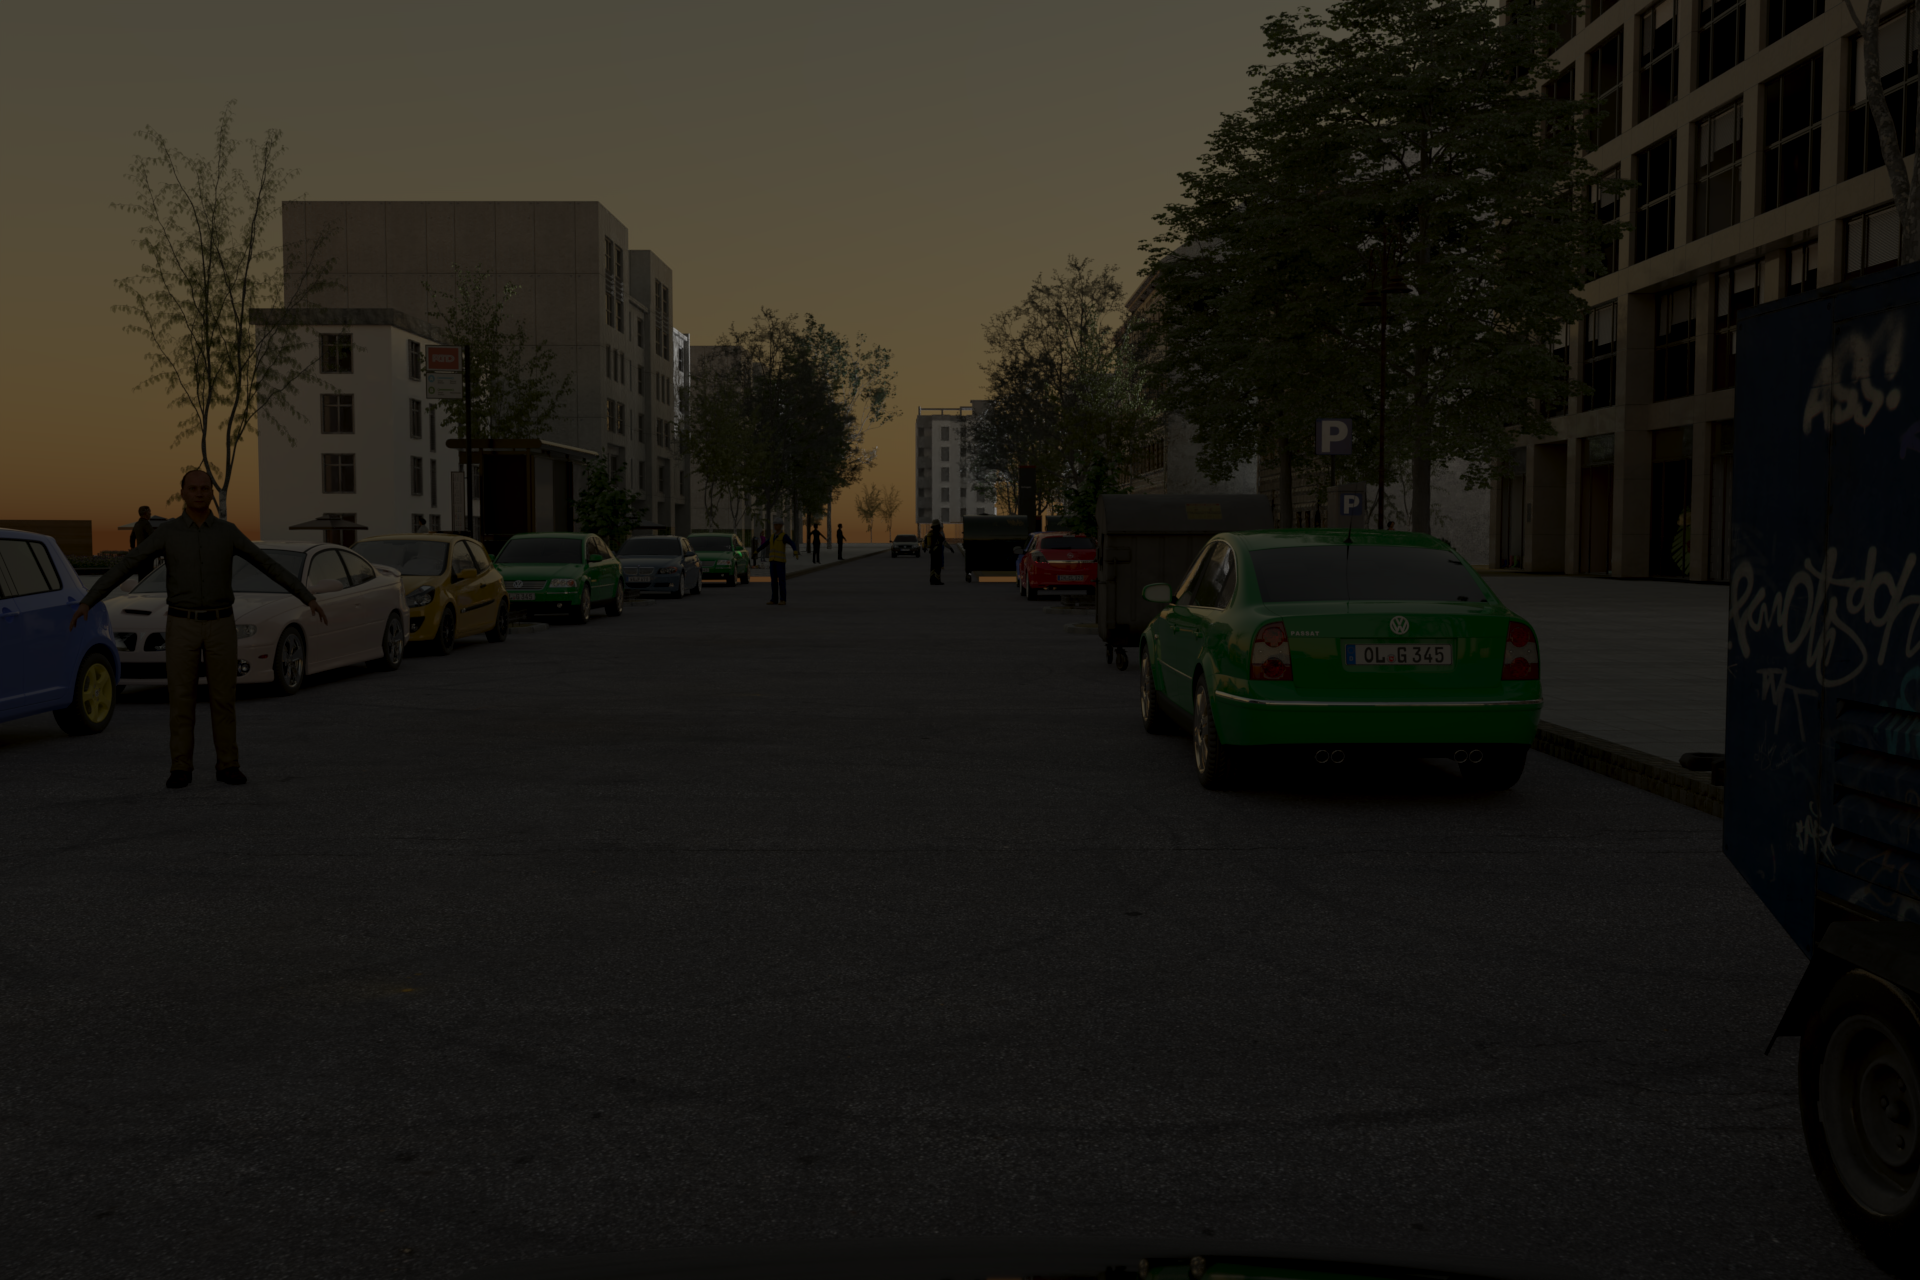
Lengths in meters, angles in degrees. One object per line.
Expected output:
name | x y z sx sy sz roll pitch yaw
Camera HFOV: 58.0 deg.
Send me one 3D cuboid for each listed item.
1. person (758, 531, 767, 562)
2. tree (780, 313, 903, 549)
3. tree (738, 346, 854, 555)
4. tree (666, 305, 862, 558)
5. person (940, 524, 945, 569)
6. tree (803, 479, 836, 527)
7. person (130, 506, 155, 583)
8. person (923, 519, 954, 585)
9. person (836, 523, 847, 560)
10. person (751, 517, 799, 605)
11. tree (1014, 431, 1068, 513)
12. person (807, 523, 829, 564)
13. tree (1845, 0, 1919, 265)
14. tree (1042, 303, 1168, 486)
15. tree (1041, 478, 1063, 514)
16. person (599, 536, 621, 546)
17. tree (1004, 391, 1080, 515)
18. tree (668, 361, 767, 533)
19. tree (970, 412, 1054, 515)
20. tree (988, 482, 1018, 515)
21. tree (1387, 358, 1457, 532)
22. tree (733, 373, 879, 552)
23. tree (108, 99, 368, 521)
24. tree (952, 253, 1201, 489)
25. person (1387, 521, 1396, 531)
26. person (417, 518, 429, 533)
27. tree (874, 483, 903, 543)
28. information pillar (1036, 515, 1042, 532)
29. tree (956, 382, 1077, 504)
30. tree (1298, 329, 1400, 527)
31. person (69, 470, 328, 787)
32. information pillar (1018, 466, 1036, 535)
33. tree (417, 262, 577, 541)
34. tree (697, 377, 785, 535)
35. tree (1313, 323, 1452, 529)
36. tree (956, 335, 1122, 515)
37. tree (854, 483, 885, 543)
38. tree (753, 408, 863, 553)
person | -9.036 -4.322 79.926 0.599 1.433 0.991 2 4 31
tree | -10.948 -17.811 147.092 12.611 20.169 13.585 0 3 0
tree | -10.081 -11.415 104.760 7.486 12.596 7.792 0 3 0
tree | -10.153 -11.115 92.106 12.009 13.543 11.850 0 3 0
person | -0.806 -3.816 70.708 0.705 1.847 1.347 1 4 15
tree | -22.519 -20.598 243.434 9.857 13.997 8.962 0 3 0
person | -15.100 -1.590 32.172 1.348 1.807 0.705 3 4 37
person | -0.657 -2.483 48.841 0.705 1.856 1.354 -3 4 -38
person | -5.924 -4.883 86.021 0.705 1.806 1.347 -1 4 -21
person | -3.731 -1.597 35.026 1.216 1.772 0.721 2 4 34
tree | 5.115 -10.071 115.022 4.737 8.622 4.395 0 3 0
person | -6.171 -4.178 75.029 1.216 1.740 0.721 3 4 38
tree | 10.014 -9.718 14.784 12.611 20.169 13.585 0 3 0
tree | 4.672 -6.392 54.873 4.737 8.622 4.395 0 3 0
tree | 15.506 -20.546 246.298 12.009 13.543 11.850 0 3 0
person | -11.214 -2.961 54.537 0.705 1.813 1.348 2 4 29
tree | 4.540 -8.305 86.155 4.737 8.622 4.395 0 3 0
tree | -10.551 -7.605 74.696 4.737 8.622 4.395 0 3 0
tree | 4.484 -13.481 146.172 9.928 11.665 9.643 0 3 0
tree | 4.462 -12.569 155.860 4.360 8.622 3.978 0 3 0
tree | 17.893 -7.247 68.859 4.360 8.622 3.978 0 3 0
tree | -10.999 -13.156 125.477 12.009 13.543 11.850 0 3 0
tree | -12.995 -4.863 29.877 4.360 8.622 3.978 0 3 0
tree | 5.279 -10.079 75.155 12.009 13.543 11.850 0 3 0
person | 18.065 -4.058 72.492 1.345 1.843 0.704 -2 4 -25
person | -17.954 -3.158 57.818 0.705 1.806 1.347 1 4 11
tree | -9.804 -18.265 248.986 4.360 8.622 3.978 0 3 0
information pillar | 3.045 -3.845 67.350 0.304 2.012 0.304 0 4 0
tree | 4.667 -13.673 133.918 12.009 13.543 11.850 0 3 0
tree | 13.479 -6.806 61.634 4.360 8.622 3.978 0 3 0
person | -4.337 -0.072 9.902 1.348 1.796 0.705 -2 4 -28
information pillar | 2.539 -4.666 65.663 0.750 3.857 0.750 0 4 -2
tree | -12.719 -5.910 46.984 4.737 8.622 4.395 0 3 0
tree | -10.452 -7.994 81.068 4.737 8.622 4.395 0 3 0
tree | 12.414 -6.309 53.519 4.360 8.622 3.978 0 3 0
tree | 5.009 -11.971 106.093 12.009 13.543 11.850 0 3 0
tree | -12.770 -17.977 244.292 4.737 8.622 4.395 0 3 0
tree | -10.142 -11.010 114.432 8.767 10.594 7.601 1 4 15
